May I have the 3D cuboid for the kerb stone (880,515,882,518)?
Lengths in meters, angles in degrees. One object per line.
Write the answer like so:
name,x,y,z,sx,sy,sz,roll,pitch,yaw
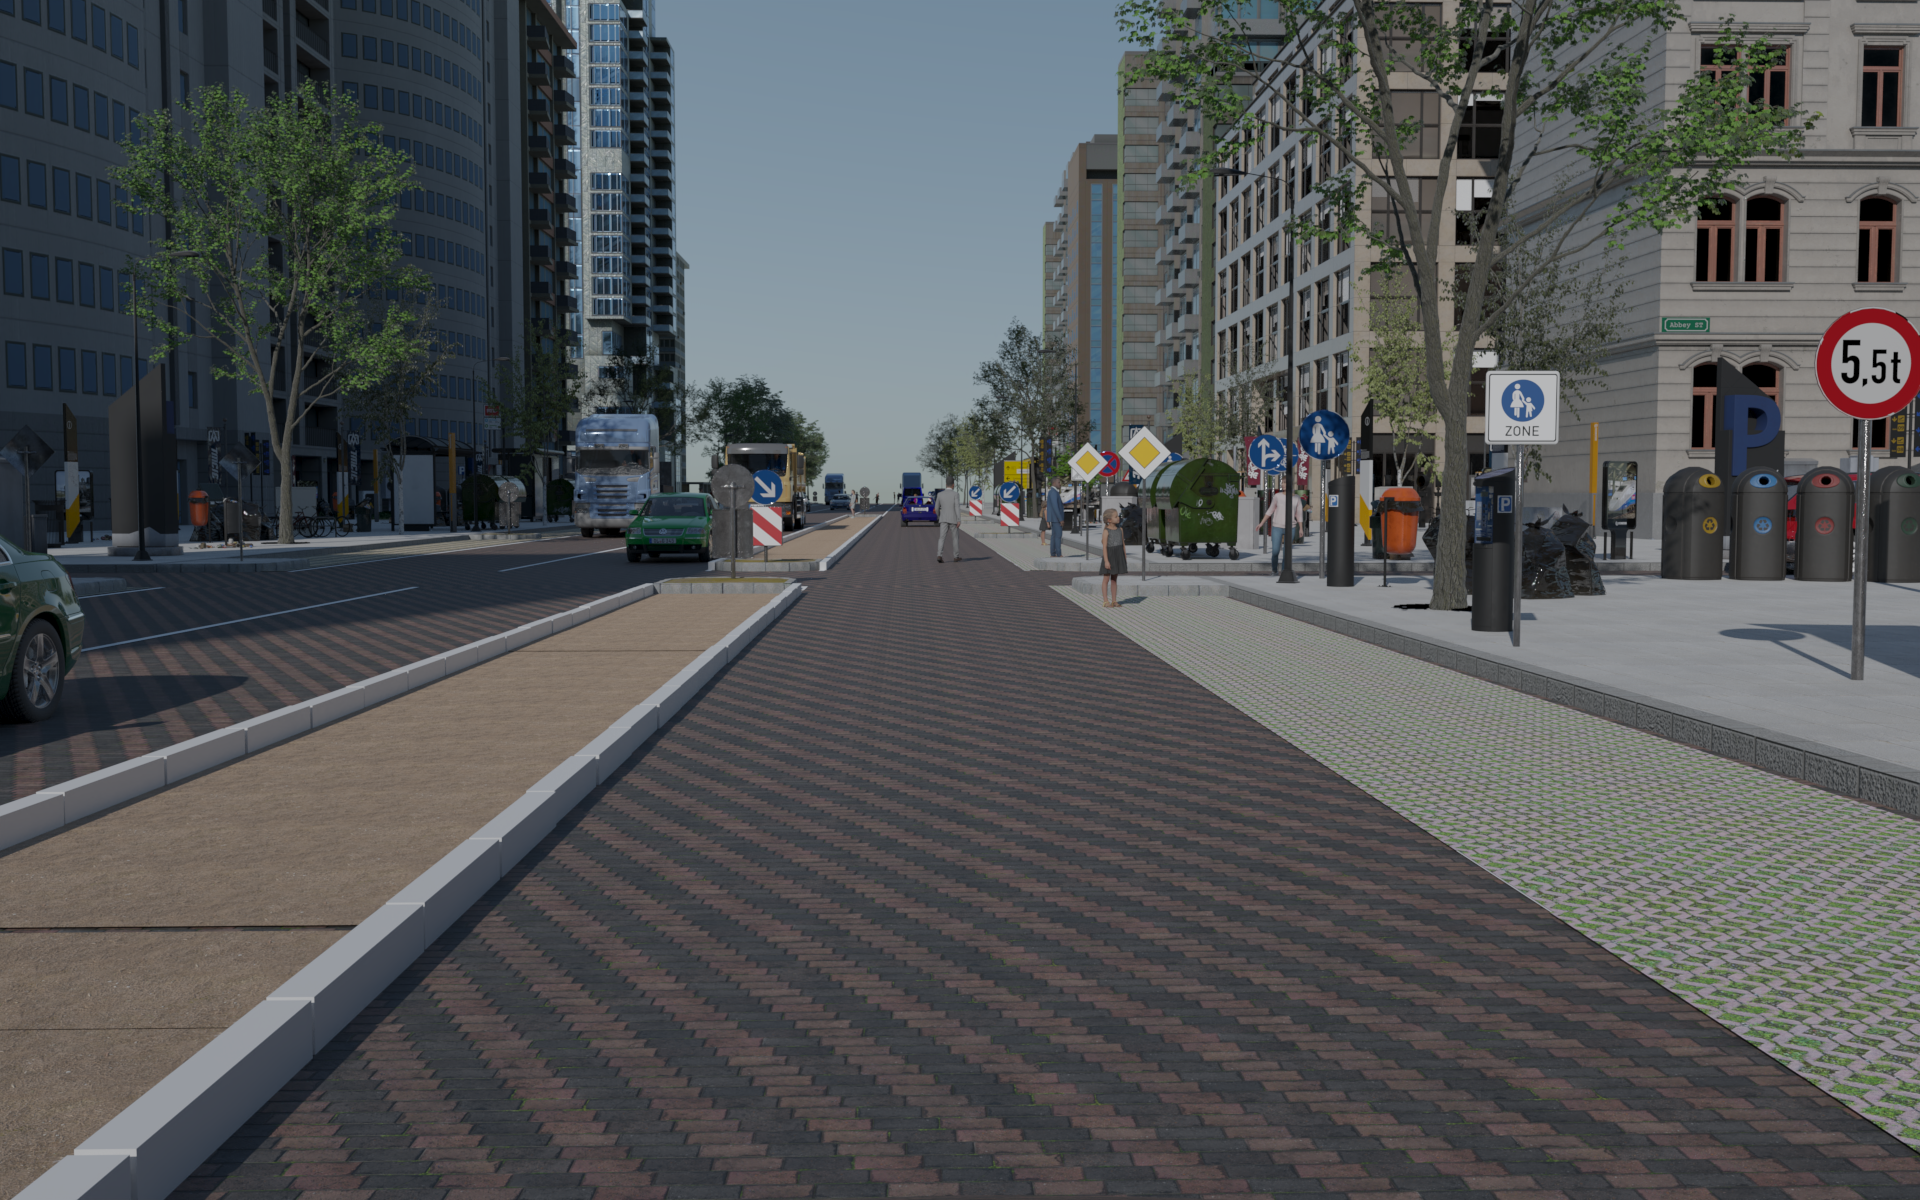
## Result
kerb stone,-4.516,-4.483,95.635,0.120,0.150,1.000,0,4,-2

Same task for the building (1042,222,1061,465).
building,19.315,-35.345,261.478,14.154,41.232,14.086,0,4,-2

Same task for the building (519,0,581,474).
building,-45.445,-30.268,149.511,22.147,44.769,28.867,0,4,-2

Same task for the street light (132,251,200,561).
street light,-15.209,-3.709,33.189,1.470,5.913,1.316,0,4,-2

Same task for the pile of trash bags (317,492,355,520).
pile of trash bags,-31.179,-4.691,86.451,1.912,1.369,3.447,-2,4,-24

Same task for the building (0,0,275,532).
building,-40.436,-31.725,60.709,21.231,58.520,28.212,0,4,-2

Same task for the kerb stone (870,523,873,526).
kerb stone,-3.752,-2.986,71.019,0.120,0.150,1.000,0,4,-2

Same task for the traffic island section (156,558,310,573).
traffic island section,-13.746,-0.661,33.092,2.009,0.180,2.903,0,4,-2

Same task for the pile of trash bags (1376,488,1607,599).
pile of trash bags,6.795,-0.799,22.817,1.912,1.369,3.447,-2,4,-31

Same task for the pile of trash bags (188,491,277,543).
pile of trash bags,-19.958,-2.271,46.886,1.912,1.369,3.447,0,4,0

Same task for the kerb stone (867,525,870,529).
kerb stone,-3.601,-2.671,65.899,0.120,0.150,1.000,0,4,-2

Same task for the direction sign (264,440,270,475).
direction sign,-29.092,-4.903,72.161,0.379,3.537,0.876,2,4,23

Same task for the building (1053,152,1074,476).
building,24.585,-37.863,238.661,23.786,49.044,30.456,0,4,-2

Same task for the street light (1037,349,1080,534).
street light,3.183,-5.091,55.777,1.470,5.913,1.316,0,4,-2

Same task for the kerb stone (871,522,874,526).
kerb stone,-3.824,-3.111,73.065,0.120,0.150,1.000,0,4,-2

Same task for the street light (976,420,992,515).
street light,1.585,-8.283,107.966,1.470,5.913,1.316,0,4,-2

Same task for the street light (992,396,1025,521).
street light,2.386,-6.705,82.163,1.470,5.913,1.316,0,4,-2

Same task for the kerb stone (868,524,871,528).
kerb stone,-3.674,-2.799,67.954,0.120,0.150,1.000,0,4,-2

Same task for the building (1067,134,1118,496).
building,20.928,-34.616,216.076,14.600,45.320,14.200,0,4,-2

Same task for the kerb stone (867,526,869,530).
kerb stone,-3.571,-2.610,64.873,0.120,0.150,1.000,0,4,-2

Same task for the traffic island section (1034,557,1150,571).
traffic island section,2.487,-0.691,33.584,2.009,0.180,2.903,0,4,-2

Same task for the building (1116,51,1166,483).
building,21.637,-29.382,163.986,14.154,41.232,14.086,0,4,-2

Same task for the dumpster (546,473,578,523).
dumpster,-17.940,-4.641,78.373,1.502,2.255,1.985,0,4,-2

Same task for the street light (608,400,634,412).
street light,-16.797,-6.921,85.697,1.470,5.913,1.316,0,4,-2

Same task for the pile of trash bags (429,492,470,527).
pile of trash bags,-20.918,-3.666,69.691,1.912,1.369,3.447,-2,4,-25

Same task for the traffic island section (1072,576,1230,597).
traffic island section,2.733,-0.203,25.603,2.009,0.180,2.903,0,4,-2

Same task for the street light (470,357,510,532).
street light,-15.987,-5.288,58.992,1.470,5.913,1.316,0,4,-2

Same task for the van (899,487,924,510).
van,-4.268,-9.146,153.913,2.240,2.365,5.245,0,4,-3

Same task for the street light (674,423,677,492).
street light,-17.465,-8.374,109.463,1.470,5.913,1.316,0,4,-2

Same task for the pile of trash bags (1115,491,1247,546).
pile of trash bags,5.508,-2.072,43.630,3.447,1.369,1.912,1,4,11

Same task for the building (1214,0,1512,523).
building,26.199,-17.604,92.345,19.350,26.468,34.151,0,4,-2

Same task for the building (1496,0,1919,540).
building,30.377,-16.327,54.330,23.554,28.519,14.401,0,4,-2

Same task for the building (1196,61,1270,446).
building,23.316,-21.271,119.484,14.160,30.474,14.107,0,4,-2

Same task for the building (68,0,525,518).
building,-44.215,-35.375,120.381,21.231,58.520,28.212,0,4,-2

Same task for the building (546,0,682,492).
building,-46.967,-55.487,219.882,22.319,86.520,31.000,0,4,-2

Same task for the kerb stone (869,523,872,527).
kerb stone,-3.734,-2.924,69.997,0.120,0.150,1.000,0,4,-2

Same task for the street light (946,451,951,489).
street light,-0.798,-12.984,184.827,1.470,5.913,1.316,0,4,-2

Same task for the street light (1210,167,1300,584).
street light,4.194,-3.197,24.810,1.470,5.913,1.316,0,4,-2

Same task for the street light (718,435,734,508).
street light,-18.334,-9.959,135.374,1.470,5.913,1.316,0,4,-2

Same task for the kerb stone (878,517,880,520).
kerb stone,-4.305,-4.053,88.455,0.120,0.150,1.000,0,4,-2

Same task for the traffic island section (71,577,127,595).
traffic island section,-13.501,-0.173,25.110,2.009,0.180,2.903,0,4,-2

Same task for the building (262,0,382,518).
building,-43.283,-40.021,92.601,20.563,71.187,20.611,0,4,-2

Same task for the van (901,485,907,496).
van,-5.110,-10.826,181.394,2.240,2.365,5.245,0,4,-2

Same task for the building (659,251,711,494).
building,-52.573,-34.073,248.973,32.217,40.220,23.993,0,4,-2

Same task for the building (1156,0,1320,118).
building,28.171,-31.919,141.481,23.786,49.044,30.456,0,4,-2

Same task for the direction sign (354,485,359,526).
direction sign,-24.326,-4.768,69.947,0.379,3.537,0.876,0,4,-6

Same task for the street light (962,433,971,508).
street light,0.929,-9.785,132.527,1.470,5.913,1.316,0,4,-2

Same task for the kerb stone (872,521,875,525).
kerb stone,-3.880,-3.237,75.115,0.120,0.150,1.000,0,4,-2

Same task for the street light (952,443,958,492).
street light,0.143,-11.363,158.330,1.470,5.913,1.316,0,4,-2

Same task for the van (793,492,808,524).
van,-8.112,-4.535,81.151,2.013,2.044,4.112,0,4,-2

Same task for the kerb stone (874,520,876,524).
kerb stone,-3.984,-3.424,78.199,0.120,0.150,1.000,0,4,-2
